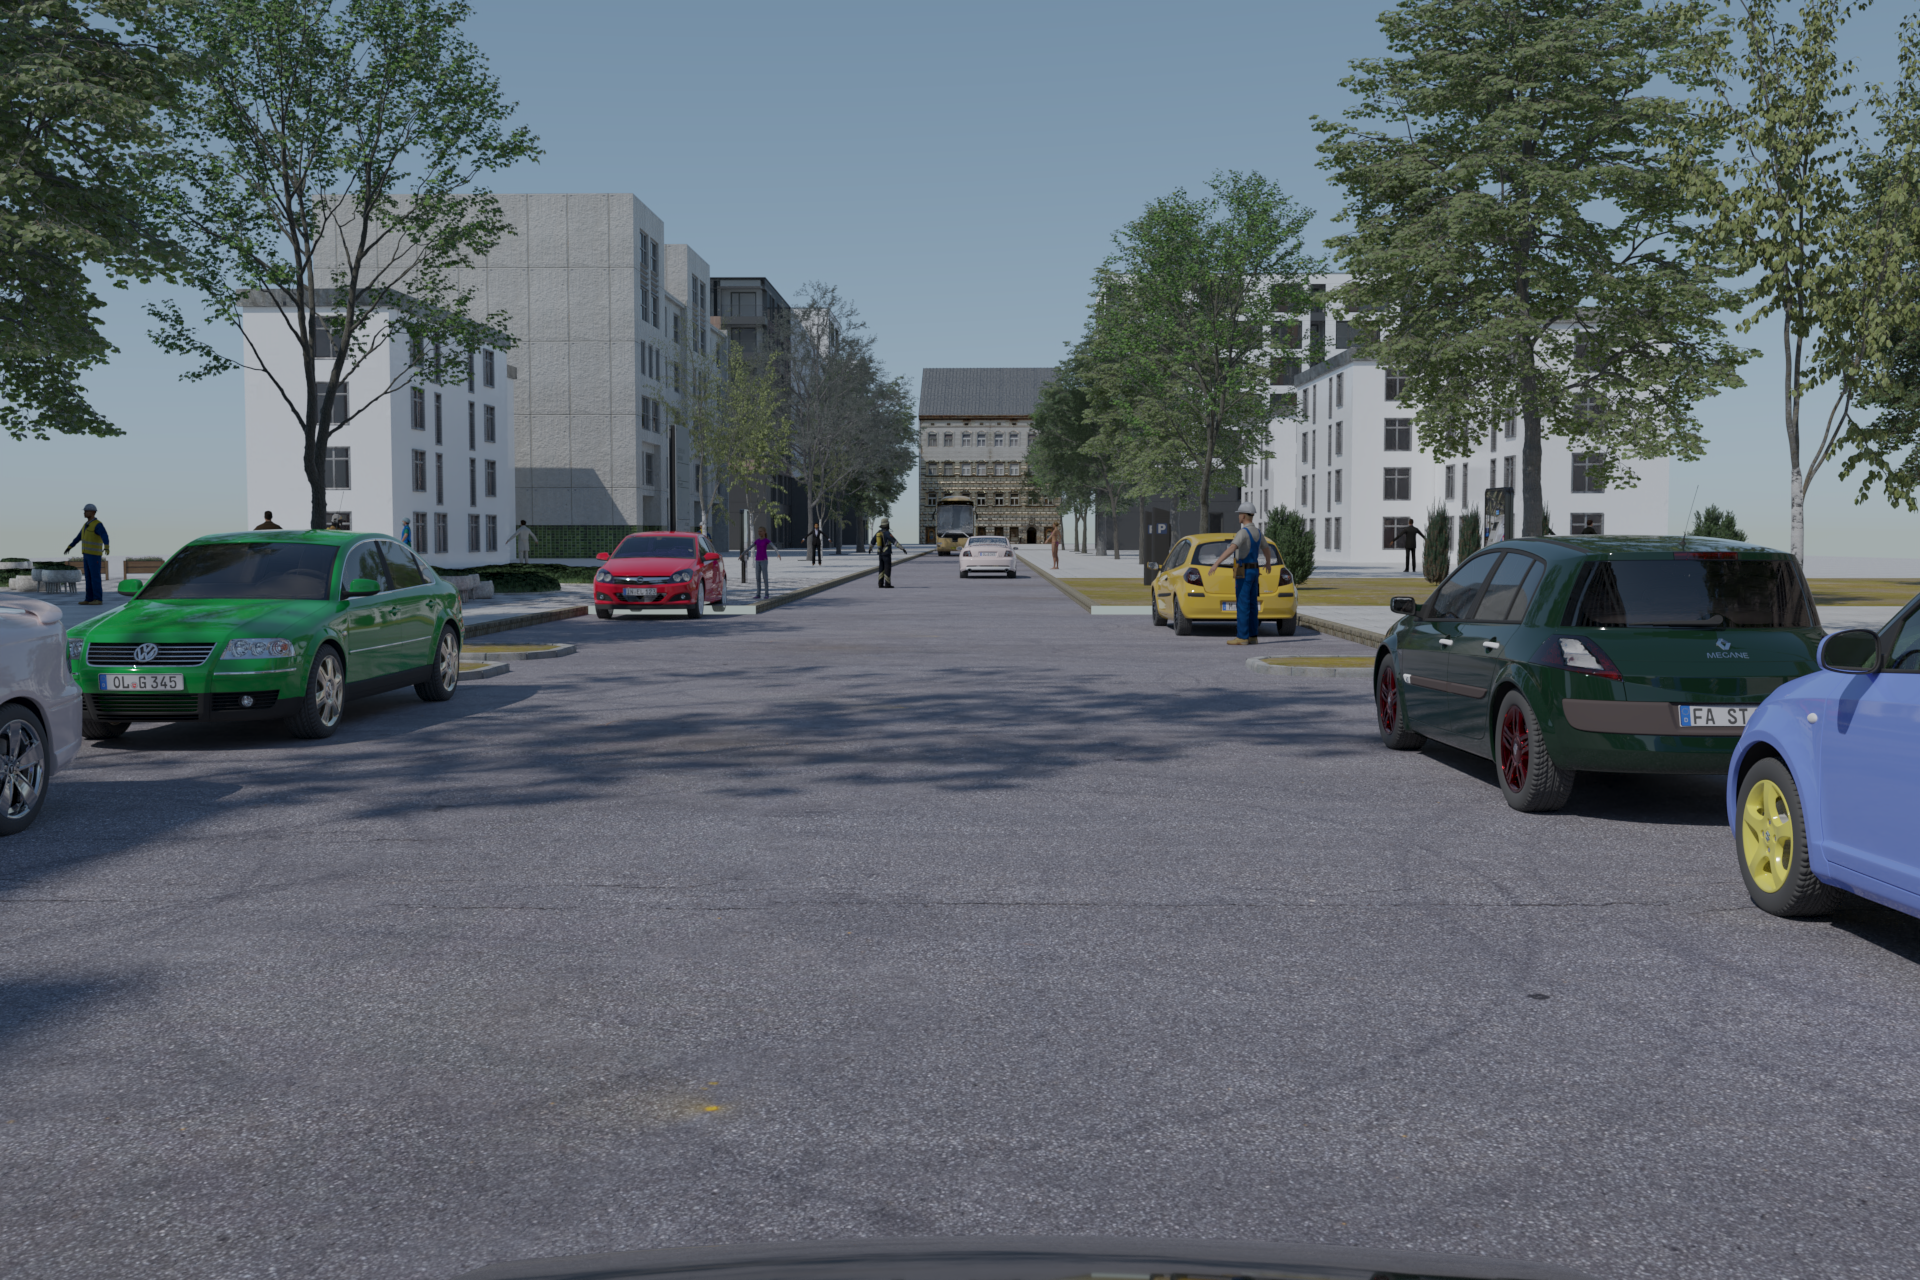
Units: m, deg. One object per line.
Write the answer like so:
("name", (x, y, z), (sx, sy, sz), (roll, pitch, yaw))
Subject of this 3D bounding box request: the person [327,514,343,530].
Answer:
("person", (-18.019, -2.716, 50.178), (0.705, 1.858, 1.354), (0, 4, -1))

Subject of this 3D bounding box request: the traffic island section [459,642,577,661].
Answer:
("traffic island section", (-5.649, 0.144, 20.517), (1.991, 0.108, 1.994), (0, 4, 1))

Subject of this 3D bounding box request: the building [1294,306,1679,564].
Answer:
("building", (22.090, -8.313, 78.060), (9.099, 9.664, 28.070), (0, 4, 1))

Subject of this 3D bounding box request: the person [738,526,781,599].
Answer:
("person", (-3.940, -1.522, 34.156), (0.991, 1.433, 0.599), (2, 4, 26))

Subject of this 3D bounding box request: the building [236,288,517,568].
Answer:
("building", (-23.507, -8.028, 73.402), (9.099, 9.664, 28.070), (0, 4, 2))

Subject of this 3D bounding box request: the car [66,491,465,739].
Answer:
("car", (-5.280, -0.289, 13.522), (1.959, 1.807, 4.718), (0, 4, 1))

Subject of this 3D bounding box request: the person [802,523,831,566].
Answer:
("person", (-5.837, -3.899, 70.463), (1.216, 1.740, 0.721), (0, 4, -2))

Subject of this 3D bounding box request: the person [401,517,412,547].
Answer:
("person", (-17.855, -3.036, 55.763), (0.704, 1.817, 1.347), (-1, 4, -12))

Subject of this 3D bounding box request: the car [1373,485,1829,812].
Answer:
("car", (3.699, -0.033, 10.322), (2.009, 1.686, 4.222), (0, 4, 0))

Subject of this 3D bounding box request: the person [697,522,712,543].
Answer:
("person", (-10.443, -3.875, 69.823), (0.721, 1.772, 1.216), (3, 5, 40))

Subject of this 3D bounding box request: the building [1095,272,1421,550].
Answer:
("building", (25.661, -18.833, 151.895), (27.936, 21.610, 32.646), (0, 4, 1))

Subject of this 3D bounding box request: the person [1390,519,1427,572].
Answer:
("person", (15.210, -3.196, 58.476), (1.346, 1.802, 0.704), (0, 4, -5))

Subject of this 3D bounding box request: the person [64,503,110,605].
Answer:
("person", (-15.733, -1.551, 31.331), (1.349, 1.833, 0.705), (2, 4, 33))

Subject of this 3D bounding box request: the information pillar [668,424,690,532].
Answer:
("information pillar", (-6.146, -2.853, 37.963), (0.184, 3.620, 1.656), (0, 4, 1))

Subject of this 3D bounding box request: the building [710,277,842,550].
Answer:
("building", (-25.768, -18.979, 154.281), (27.936, 21.610, 32.646), (0, 4, 1))

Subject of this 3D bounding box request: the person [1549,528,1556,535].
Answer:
("person", (18.487, -2.994, 54.883), (1.347, 1.837, 0.705), (3, 5, 41))

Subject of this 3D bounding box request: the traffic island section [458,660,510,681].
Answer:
("traffic island section", (-5.691, 0.325, 17.560), (1.991, 0.108, 1.994), (0, 4, 2))

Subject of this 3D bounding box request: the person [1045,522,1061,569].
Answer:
("person", (3.396, -3.439, 63.030), (0.721, 1.733, 1.217), (2, 4, 29))

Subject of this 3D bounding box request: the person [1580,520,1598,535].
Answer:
("person", (23.009, -3.490, 63.242), (0.705, 1.806, 1.347), (-1, 4, -22))

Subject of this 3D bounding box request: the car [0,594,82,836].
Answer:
("car", (-5.437, 0.332, 6.937), (2.083, 1.381, 4.827), (0, 4, 1))

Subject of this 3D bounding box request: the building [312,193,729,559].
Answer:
("building", (-24.975, -14.655, 106.060), (16.747, 18.905, 31.486), (0, 4, 1))

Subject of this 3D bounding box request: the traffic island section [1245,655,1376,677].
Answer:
("traffic island section", (4.069, 0.279, 18.306), (1.991, 0.108, 1.994), (0, 4, 1))

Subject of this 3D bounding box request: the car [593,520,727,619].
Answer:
("car", (-5.257, -1.323, 30.677), (2.155, 1.783, 4.494), (0, 4, 0))

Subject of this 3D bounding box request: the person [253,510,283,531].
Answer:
("person", (-15.502, -2.001, 38.849), (1.346, 1.812, 0.704), (-2, 4, -29))

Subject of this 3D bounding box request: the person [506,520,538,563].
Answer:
("person", (-16.062, -3.515, 63.656), (0.705, 1.806, 1.347), (3, 5, 44))

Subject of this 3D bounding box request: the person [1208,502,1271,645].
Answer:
("person", (3.691, -0.864, 22.438), (0.705, 1.847, 1.347), (3, 5, 43))

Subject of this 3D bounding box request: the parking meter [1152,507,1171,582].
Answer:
("parking meter", (4.339, -1.932, 37.302), (0.399, 1.863, 0.255), (0, 4, -1))

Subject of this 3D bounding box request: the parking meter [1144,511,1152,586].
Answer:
("parking meter", (4.789, -2.290, 43.148), (0.399, 1.863, 0.255), (0, 4, -1))

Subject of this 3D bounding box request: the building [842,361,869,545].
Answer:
("building", (-25.635, -21.809, 200.544), (27.936, 21.610, 32.646), (0, 4, 1))

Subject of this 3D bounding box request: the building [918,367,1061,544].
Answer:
("building", (4.190, -24.091, 227.265), (18.063, 23.208, 19.493), (0, 4, 2))

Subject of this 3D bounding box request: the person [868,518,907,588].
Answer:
("person", (-1.964, -2.297, 45.788), (1.354, 1.856, 0.705), (3, 5, 40))

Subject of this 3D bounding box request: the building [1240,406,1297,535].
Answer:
("building", (24.974, -10.475, 113.419), (9.099, 9.664, 28.070), (0, 4, 1))
